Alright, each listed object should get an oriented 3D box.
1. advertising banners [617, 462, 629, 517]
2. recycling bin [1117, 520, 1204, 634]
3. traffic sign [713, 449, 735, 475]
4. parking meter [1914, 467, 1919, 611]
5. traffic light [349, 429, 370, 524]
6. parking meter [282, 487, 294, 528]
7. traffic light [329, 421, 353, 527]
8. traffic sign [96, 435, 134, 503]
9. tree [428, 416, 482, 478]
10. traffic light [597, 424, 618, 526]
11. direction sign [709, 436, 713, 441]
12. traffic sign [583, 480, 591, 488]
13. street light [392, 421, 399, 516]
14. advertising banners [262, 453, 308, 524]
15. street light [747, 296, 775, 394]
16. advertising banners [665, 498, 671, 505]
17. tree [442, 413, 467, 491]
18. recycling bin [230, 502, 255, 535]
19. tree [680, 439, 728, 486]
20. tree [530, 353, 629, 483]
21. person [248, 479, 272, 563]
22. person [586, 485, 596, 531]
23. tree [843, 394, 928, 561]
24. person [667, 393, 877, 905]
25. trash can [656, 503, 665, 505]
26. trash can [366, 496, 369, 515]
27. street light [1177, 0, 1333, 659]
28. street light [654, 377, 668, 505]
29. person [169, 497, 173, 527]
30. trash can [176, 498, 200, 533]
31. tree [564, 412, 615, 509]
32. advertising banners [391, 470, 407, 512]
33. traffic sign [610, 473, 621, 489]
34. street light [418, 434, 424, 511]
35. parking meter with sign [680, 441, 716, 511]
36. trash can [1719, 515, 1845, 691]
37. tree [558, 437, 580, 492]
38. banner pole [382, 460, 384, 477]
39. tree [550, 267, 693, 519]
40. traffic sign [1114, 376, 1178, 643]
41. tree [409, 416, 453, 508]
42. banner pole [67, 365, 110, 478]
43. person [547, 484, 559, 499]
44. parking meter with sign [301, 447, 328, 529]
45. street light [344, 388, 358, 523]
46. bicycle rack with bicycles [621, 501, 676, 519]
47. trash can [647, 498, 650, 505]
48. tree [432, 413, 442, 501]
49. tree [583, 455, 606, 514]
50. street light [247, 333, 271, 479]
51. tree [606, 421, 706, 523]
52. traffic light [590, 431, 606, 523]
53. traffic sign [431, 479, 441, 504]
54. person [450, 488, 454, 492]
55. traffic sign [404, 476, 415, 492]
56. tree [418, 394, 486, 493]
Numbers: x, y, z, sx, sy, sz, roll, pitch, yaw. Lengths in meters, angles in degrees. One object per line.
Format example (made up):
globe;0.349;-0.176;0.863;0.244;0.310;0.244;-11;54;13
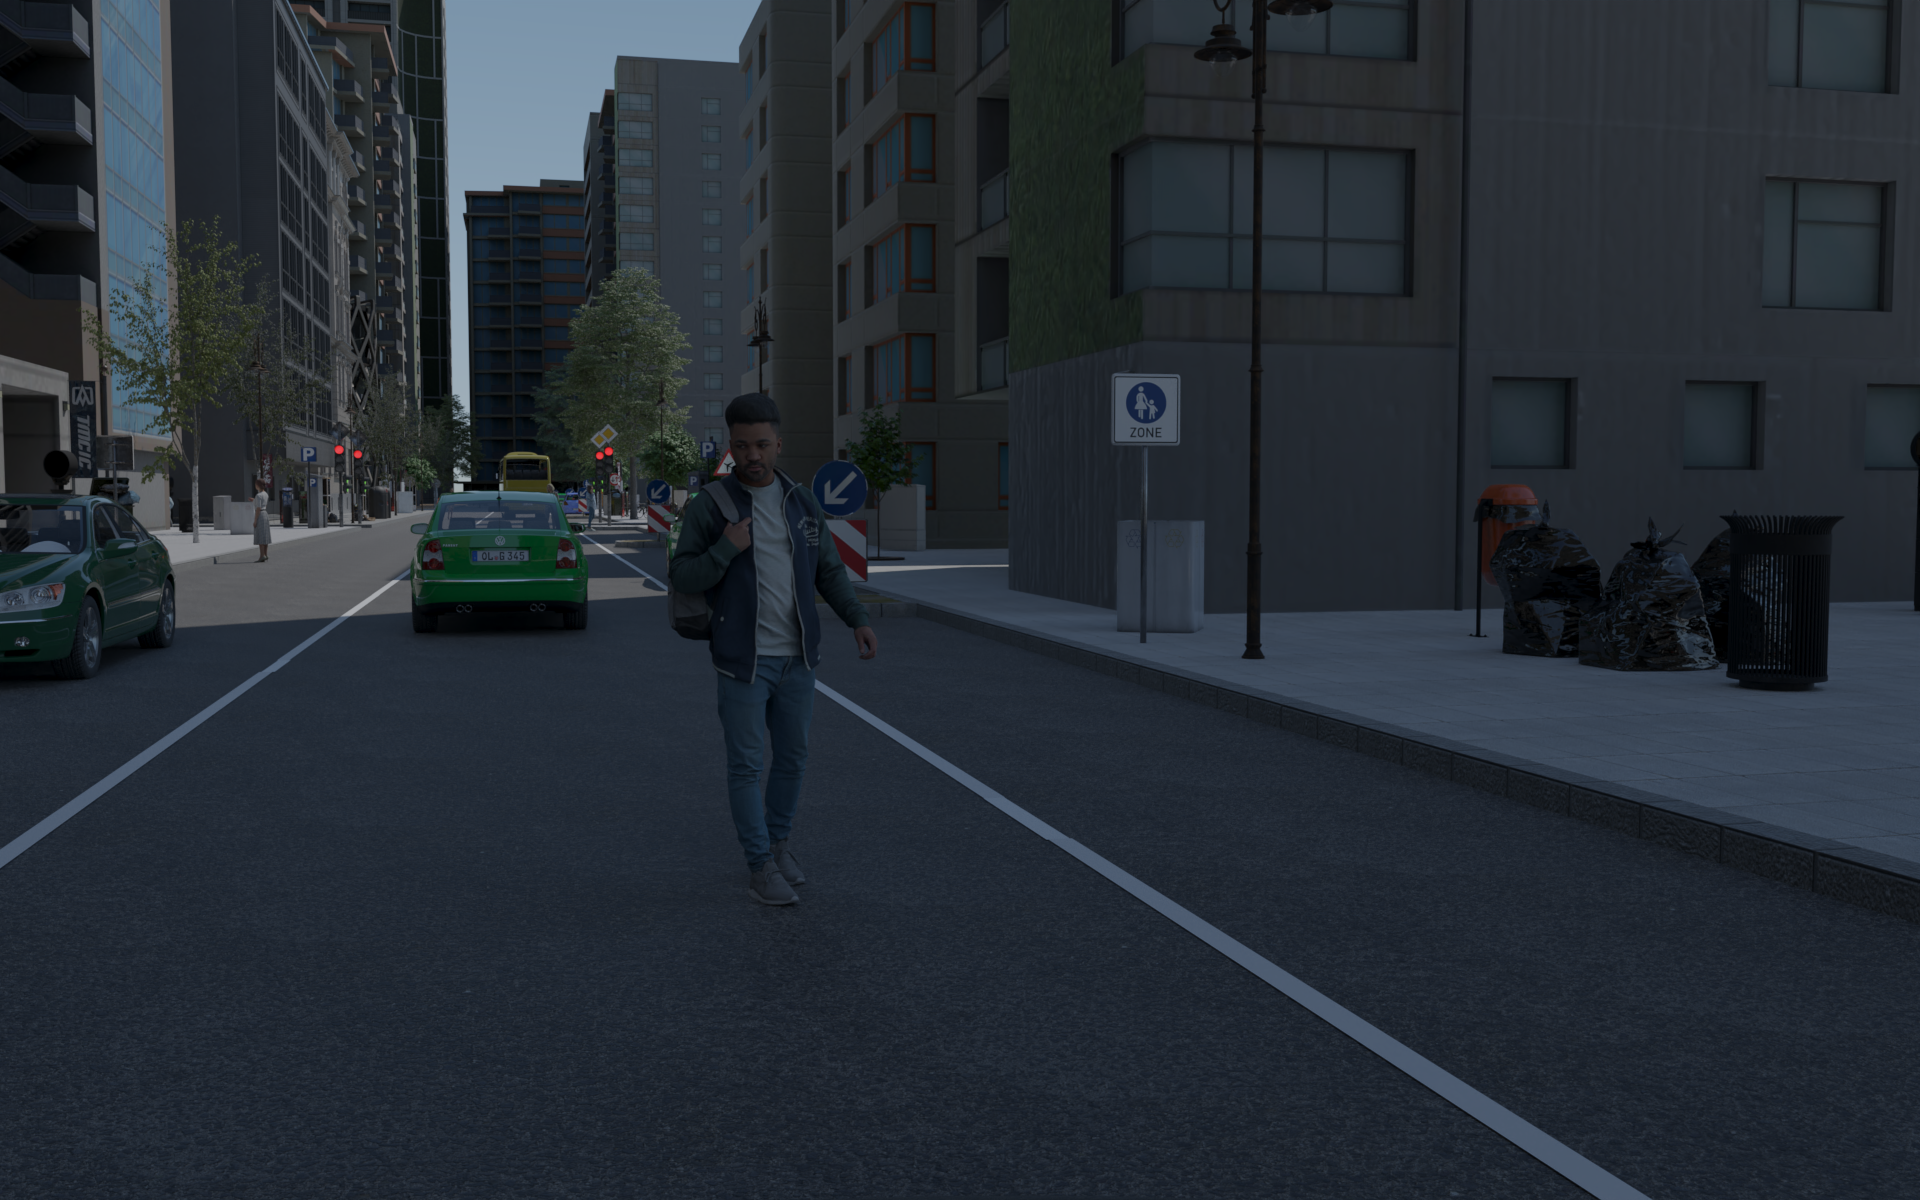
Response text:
advertising banners;-18.667;-6.101;95.933;0.090;3.025;2.074;0;4;6
recycling bin;1.896;-0.231;16.327;0.722;1.027;0.722;1;4;16
traffic sign;-6.600;-3.027;49.495;0.884;2.594;0.081;-1;4;-10
parking meter;10.645;-0.808;18.918;0.399;1.863;0.255;-3;5;-40
traffic light;-25.825;-5.232;74.469;0.839;4.253;0.868;-1;4;-14
parking meter;-25.519;-3.508;65.760;0.372;1.533;0.369;0;3;0
traffic light;-23.854;-4.759;66.730;0.839;4.253;0.868;-1;4;-14
traffic sign;-14.727;-1.718;30.213;0.606;2.300;0.079;0;4;-8
tree;-60.683;-16.677;207.082;7.601;10.594;8.767;0;4;-5
traffic light;-14.058;-4.912;69.233;0.839;4.253;0.868;-1;4;-14
direction sign;-9.761;-4.653;68.068;0.379;3.537;0.876;-1;4;-15
traffic sign;-31.815;-9.049;148.061;0.768;2.556;0.104;-1;4;-10
street light;-33.514;-7.948;102.735;0.468;5.910;1.993;-1;4;-14
advertising banners;-29.148;-4.814;74.893;2.074;3.025;0.090;-1;4;-20
street light;-4.672;-4.151;40.660;0.468;5.910;1.993;-1;4;-14
advertising banners;-24.209;-9.082;144.681;2.074;3.025;0.090;2;4;34
tree;-46.523;-12.487;154.530;4.360;8.622;3.978;0;3;0
recycling bin;-22.699;-2.588;54.865;0.722;1.027;0.722;-1;4;-16
tree;-8.580;-4.007;60.117;1.663;3.219;1.824;0;3;0
tree;-33.192;-15.093;153.429;9.857;13.997;8.962;0;3;0
person;-14.738;-1.668;36.338;0.524;1.755;0.480;0;4;1
person;-14.317;-3.567;67.091;0.793;1.790;0.793;-2;4;-32
tree;-1.455;-2.392;33.713;1.663;3.219;1.824;0;3;0
person;-0.703;0.166;6.140;0.623;1.781;0.721;-3;5;-43
trash can;-20.987;-6.708;121.321;0.748;1.137;0.748;0;3;0
trash can;-37.249;-5.927;108.555;0.748;1.137;0.748;0;3;0
street light;2.289;-2.481;13.344;0.468;5.910;1.993;-1;4;-14
street light;-11.818;-5.865;68.681;0.468;5.910;1.993;-1;4;-14
person;-31.036;-3.509;67.686;0.589;1.601;0.330;1;4;18
trash can;-25.659;-2.810;57.603;0.748;1.137;0.748;0;3;0
tree;-35.987;-13.076;164.152;4.737;8.622;4.395;0;3;0
advertising banners;-41.304;-7.950;126.177;2.074;3.025;0.090;0;4;-1
traffic sign;-20.910;-6.415;104.994;0.768;2.556;0.104;0;4;-7
street light;-40.435;-9.619;130.061;0.468;5.910;1.993;-1;4;-14
parking meter with sign;-8.589;-3.693;56.635;0.543;3.016;1.738;1;4;18
trash can;5.414;0.012;11.452;0.748;1.137;0.748;0;3;0
tree;-41.442;-14.354;185.041;4.360;8.622;3.978;0;3;0
banner pole;-42.743;-8.460;128.343;0.401;3.779;0.863;-2;4;-29
tree;-16.810;-10.326;86.962;7.486;12.596;7.792;0;3;0
traffic sign;1.577;-0.778;14.842;0.606;2.300;0.079;-1;4;-12
tree;-49.241;-12.933;161.814;4.737;8.622;4.395;0;3;0
banner pole;-16.845;-2.671;33.685;0.863;3.779;0.401;-1;4;-18
person;-14.598;-3.254;61.882;0.537;1.800;0.526;0;4;6
parking meter with sign;-24.140;-4.196;64.865;0.543;3.016;1.738;0;4;-6
street light;-26.503;-6.278;75.431;0.468;5.910;1.993;-1;4;-14
bicycle rack with bicycles;-16.505;-4.736;90.810;2.852;0.926;2.925;-2;4;-32
trash can;-25.739;-8.111;144.260;0.748;1.137;0.748;0;3;0
tree;-34.629;-9.535;106.264;4.360;8.622;3.978;0;3;0
tree;-22.705;-7.841;111.920;4.285;4.588;4.351;0;3;0
street light;-20.111;-4.711;49.810;0.468;5.910;1.993;-1;4;-14
tree;-13.022;-5.788;78.348;4.285;4.588;4.351;0;3;0
traffic light;-16.030;-5.385;76.971;0.839;4.253;0.868;-1;4;-14
traffic sign;-44.675;-9.025;147.670;0.768;2.556;0.104;-1;4;-13
person;-28.858;-5.470;98.281;0.374;1.781;0.599;2;4;35
traffic sign;-39.161;-7.532;123.259;0.768;2.556;0.104;0;4;-6
tree;-57.581;-16.981;195.762;7.486;12.596;7.792;0;3;0
